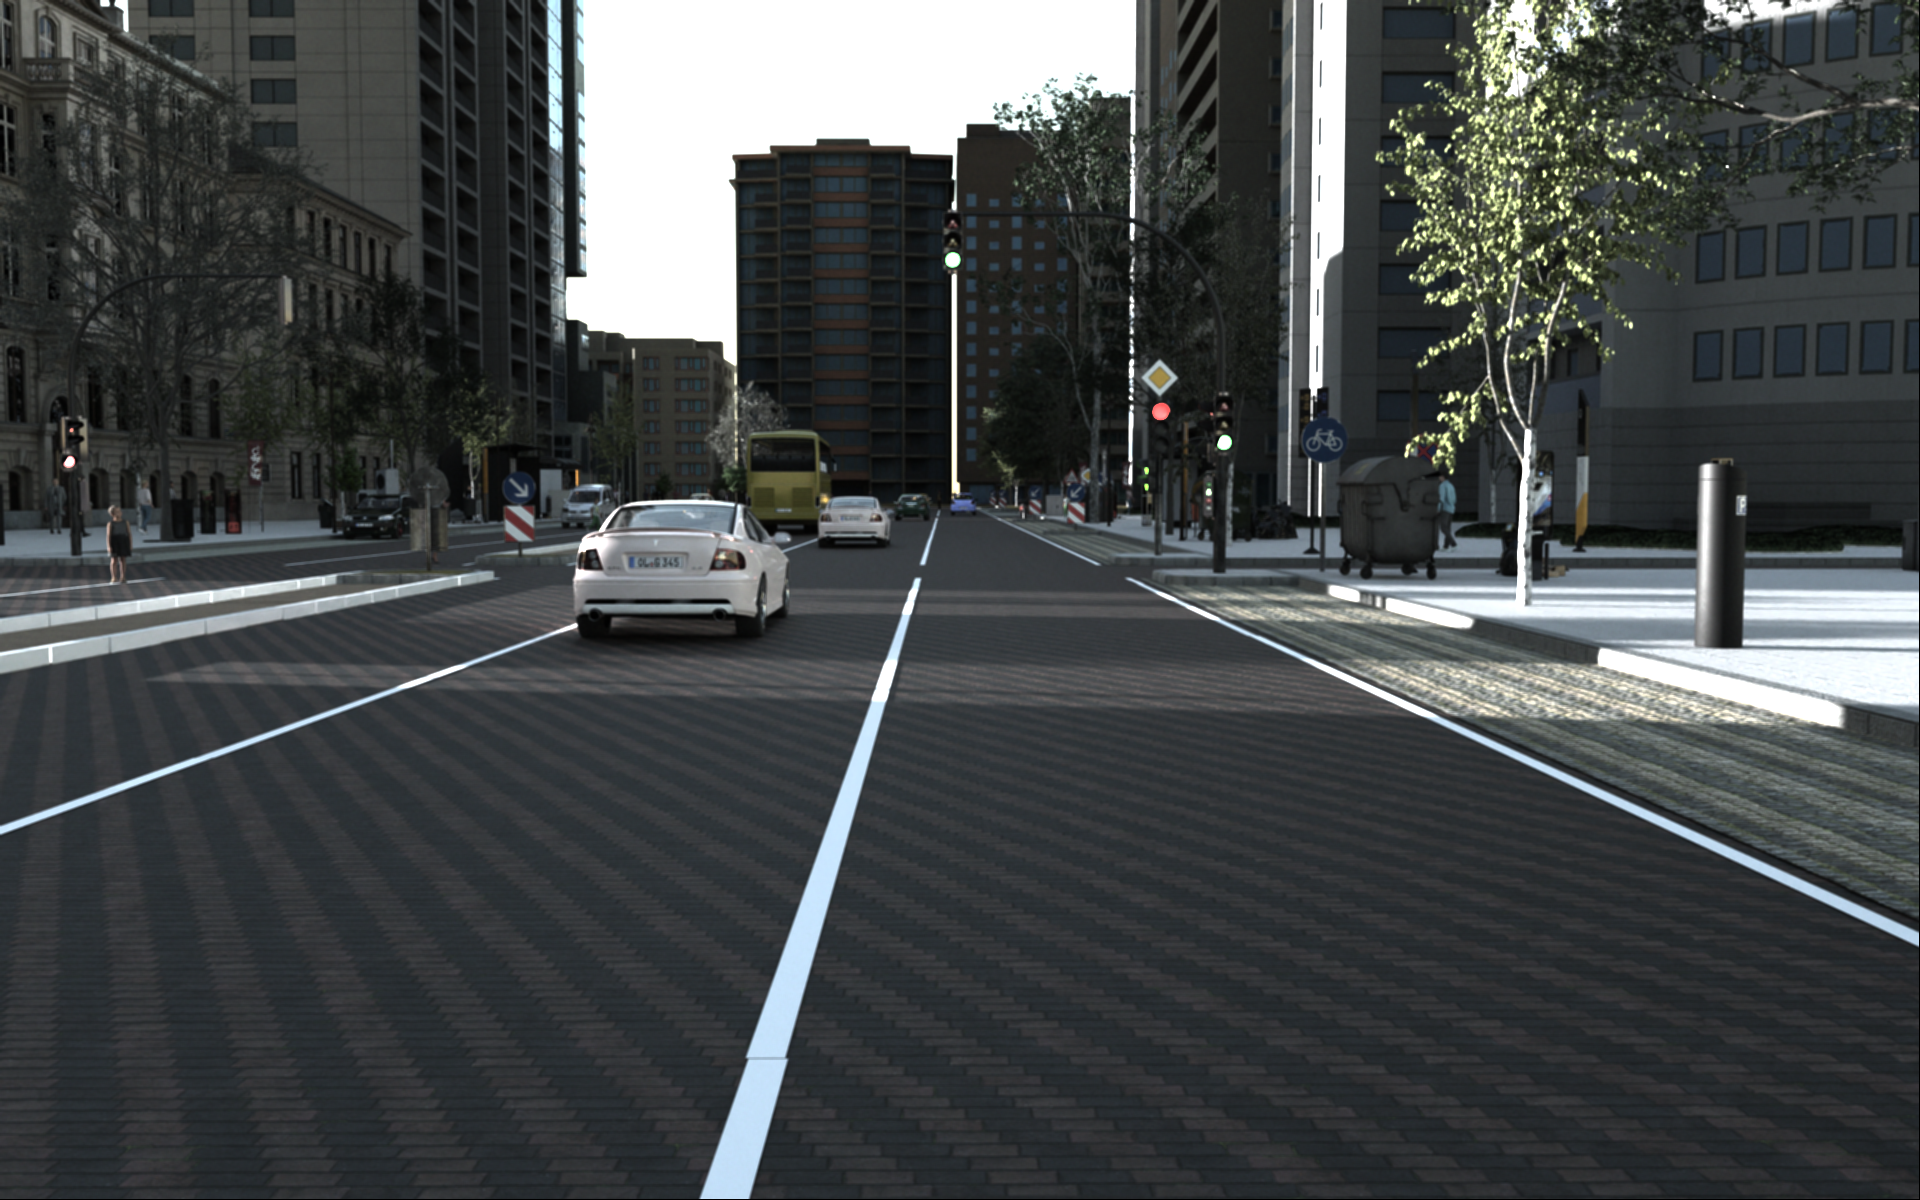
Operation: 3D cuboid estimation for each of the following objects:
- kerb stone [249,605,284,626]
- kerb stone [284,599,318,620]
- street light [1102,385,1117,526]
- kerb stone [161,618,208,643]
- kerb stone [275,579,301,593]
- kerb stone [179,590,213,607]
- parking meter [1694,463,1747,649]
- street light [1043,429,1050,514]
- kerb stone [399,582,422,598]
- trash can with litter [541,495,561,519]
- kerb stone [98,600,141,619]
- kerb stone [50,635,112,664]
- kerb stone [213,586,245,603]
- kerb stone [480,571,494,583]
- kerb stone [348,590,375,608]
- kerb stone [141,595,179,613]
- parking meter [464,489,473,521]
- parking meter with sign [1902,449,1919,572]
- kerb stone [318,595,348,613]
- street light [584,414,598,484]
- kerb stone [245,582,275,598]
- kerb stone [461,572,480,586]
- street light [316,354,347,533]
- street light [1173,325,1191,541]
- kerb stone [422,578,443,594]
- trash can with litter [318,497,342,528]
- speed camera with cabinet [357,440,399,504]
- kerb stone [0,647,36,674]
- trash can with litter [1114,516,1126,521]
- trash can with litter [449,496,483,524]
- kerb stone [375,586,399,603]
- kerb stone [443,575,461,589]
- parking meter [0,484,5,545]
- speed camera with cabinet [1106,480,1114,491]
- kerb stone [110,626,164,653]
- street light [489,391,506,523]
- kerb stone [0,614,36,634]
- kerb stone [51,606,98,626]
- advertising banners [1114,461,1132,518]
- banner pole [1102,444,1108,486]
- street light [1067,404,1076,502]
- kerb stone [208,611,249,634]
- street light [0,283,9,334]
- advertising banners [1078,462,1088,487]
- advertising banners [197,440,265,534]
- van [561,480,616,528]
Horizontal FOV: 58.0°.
[{"bbox_3d":[-7.759,0.185,19.164,0.120,0.150,1.000,0,4,-1],"label":"kerb stone"},{"bbox_3d":[-7.752,0.123,20.186,0.120,0.150,1.000,0,4,-1],"label":"kerb stone"},{"bbox_3d":[5.917,-5.863,68.644,0.468,5.910,1.993,0,4,-1],"label":"street light"},{"bbox_3d":[-7.736,0.311,17.118,0.120,0.150,1.000,0,4,-1],"label":"kerb stone"},{"bbox_3d":[-9.910,-0.189,25.280,0.120,0.150,1.000,0,4,-1],"label":"kerb stone"},{"bbox_3d":[-9.881,-0.001,22.207,0.120,0.150,1.000,0,4,-1],"label":"kerb stone"},{"bbox_3d":[6.376,-0.373,14.517,0.372,1.533,0.369,0,3,0],"label":"parking meter"},{"bbox_3d":[5.488,-8.435,110.707,0.468,5.910,1.993,0,4,-1],"label":"street light"},{"bbox_3d":[-7.788,-0.127,24.281,0.120,0.150,1.000,0,4,-1],"label":"kerb stone"},{"bbox_3d":[-21.203,-4.835,90.115,1.678,1.210,2.233,0,4,0],"label":"trash can with litter"},{"bbox_3d":[-9.857,0.125,20.154,0.120,0.150,1.000,0,4,-1],"label":"kerb stone"},{"bbox_3d":[-7.708,0.436,15.074,0.120,0.150,1.000,0,4,-1],"label":"kerb stone"},{"bbox_3d":[-9.883,-0.063,23.230,0.120,0.150,1.000,0,4,-1],"label":"kerb stone"},{"bbox_3d":[-7.827,-0.376,28.381,0.120,0.150,1.000,0,4,-1],"label":"kerb stone"},{"bbox_3d":[-7.775,0.005,22.237,0.120,0.150,1.000,0,4,-1],"label":"kerb stone"},{"bbox_3d":[-9.864,0.064,21.176,0.120,0.150,1.000,0,4,-1],"label":"kerb stone"},{"bbox_3d":[-23.852,-4.627,84.069,0.372,1.533,0.369,0,3,0],"label":"parking meter"},{"bbox_3d":[16.068,-1.959,28.295,0.543,3.016,1.738,0,4,-2],"label":"parking meter with sign"},{"bbox_3d":[-7.762,0.060,21.215,0.120,0.150,1.000,0,4,-1],"label":"kerb stone"},{"bbox_3d":[-20.965,-7.693,98.573,0.468,5.910,1.993,0,4,-1],"label":"street light"},{"bbox_3d":[-9.885,-0.126,24.252,0.120,0.150,1.000,0,4,-1],"label":"kerb stone"},{"bbox_3d":[-7.817,-0.316,27.359,0.120,0.150,1.000,0,4,-1],"label":"kerb stone"},{"bbox_3d":[-20.557,-5.136,56.763,0.468,5.910,1.993,0,4,-1],"label":"street light"},{"bbox_3d":[6.106,-4.569,47.496,0.468,5.910,1.993,0,4,-1],"label":"street light"},{"bbox_3d":[-7.803,-0.190,25.303,0.120,0.150,1.000,0,4,-1],"label":"kerb stone"},{"bbox_3d":[-23.439,-3.264,64.751,1.055,1.170,0.624,0,4,-7],"label":"trash can with litter"},{"bbox_3d":[-21.240,-4.210,63.164,2.038,3.252,0.660,3,5,42],"label":"speed camera with cabinet"},{"bbox_3d":[-7.702,0.499,14.047,0.120,0.150,1.000,0,4,-1],"label":"kerb stone"},{"bbox_3d":[7.636,-4.765,88.962,2.233,1.210,1.678,-1,4,-22],"label":"trash can with litter"},{"bbox_3d":[-21.517,-3.885,74.569,2.233,1.210,1.678,-2,4,-26],"label":"trash can with litter"},{"bbox_3d":[-7.783,-0.062,23.260,0.120,0.150,1.000,0,4,-1],"label":"kerb stone"},{"bbox_3d":[-7.818,-0.253,26.328,0.120,0.150,1.000,0,4,-1],"label":"kerb stone"},{"bbox_3d":[-24.107,-2.132,43.276,0.372,1.533,0.369,0,3,0],"label":"parking meter"},{"bbox_3d":[8.544,-6.954,108.028,2.038,3.252,0.660,0,4,2],"label":"speed camera with cabinet"},{"bbox_3d":[-7.711,0.374,16.096,0.120,0.150,1.000,0,4,-1],"label":"kerb stone"},{"bbox_3d":[-20.762,-6.427,77.869,0.468,5.910,1.993,0,4,-1],"label":"street light"},{"bbox_3d":[-9.837,0.251,18.091,0.120,0.150,1.000,0,4,-1],"label":"kerb stone"},{"bbox_3d":[-9.850,0.188,19.127,0.120,0.150,1.000,0,4,-1],"label":"kerb stone"},{"bbox_3d":[8.087,-5.868,92.126,2.074,3.025,0.090,0,4,-2],"label":"advertising banners"},{"bbox_3d":[7.195,-5.843,85.547,0.401,3.779,0.863,2,4,33],"label":"banner pole"},{"bbox_3d":[5.756,-7.139,89.502,0.468,5.910,1.993,0,4,-1],"label":"street light"},{"bbox_3d":[-7.741,0.248,18.140,0.120,0.150,1.000,0,4,-1],"label":"kerb stone"},{"bbox_3d":[-20.394,-3.871,36.083,0.468,5.910,1.993,0,4,-1],"label":"street light"},{"bbox_3d":[7.520,-6.080,95.588,2.074,3.025,0.090,-1,4,-12],"label":"advertising banners"},{"bbox_3d":[-23.452,-3.643,55.751,2.074,3.025,0.090,-1,4,-15],"label":"advertising banners"},{"bbox_3d":[-15.826,-4.090,73.886,2.013,2.044,4.112,0,4,1],"label":"van"}]
